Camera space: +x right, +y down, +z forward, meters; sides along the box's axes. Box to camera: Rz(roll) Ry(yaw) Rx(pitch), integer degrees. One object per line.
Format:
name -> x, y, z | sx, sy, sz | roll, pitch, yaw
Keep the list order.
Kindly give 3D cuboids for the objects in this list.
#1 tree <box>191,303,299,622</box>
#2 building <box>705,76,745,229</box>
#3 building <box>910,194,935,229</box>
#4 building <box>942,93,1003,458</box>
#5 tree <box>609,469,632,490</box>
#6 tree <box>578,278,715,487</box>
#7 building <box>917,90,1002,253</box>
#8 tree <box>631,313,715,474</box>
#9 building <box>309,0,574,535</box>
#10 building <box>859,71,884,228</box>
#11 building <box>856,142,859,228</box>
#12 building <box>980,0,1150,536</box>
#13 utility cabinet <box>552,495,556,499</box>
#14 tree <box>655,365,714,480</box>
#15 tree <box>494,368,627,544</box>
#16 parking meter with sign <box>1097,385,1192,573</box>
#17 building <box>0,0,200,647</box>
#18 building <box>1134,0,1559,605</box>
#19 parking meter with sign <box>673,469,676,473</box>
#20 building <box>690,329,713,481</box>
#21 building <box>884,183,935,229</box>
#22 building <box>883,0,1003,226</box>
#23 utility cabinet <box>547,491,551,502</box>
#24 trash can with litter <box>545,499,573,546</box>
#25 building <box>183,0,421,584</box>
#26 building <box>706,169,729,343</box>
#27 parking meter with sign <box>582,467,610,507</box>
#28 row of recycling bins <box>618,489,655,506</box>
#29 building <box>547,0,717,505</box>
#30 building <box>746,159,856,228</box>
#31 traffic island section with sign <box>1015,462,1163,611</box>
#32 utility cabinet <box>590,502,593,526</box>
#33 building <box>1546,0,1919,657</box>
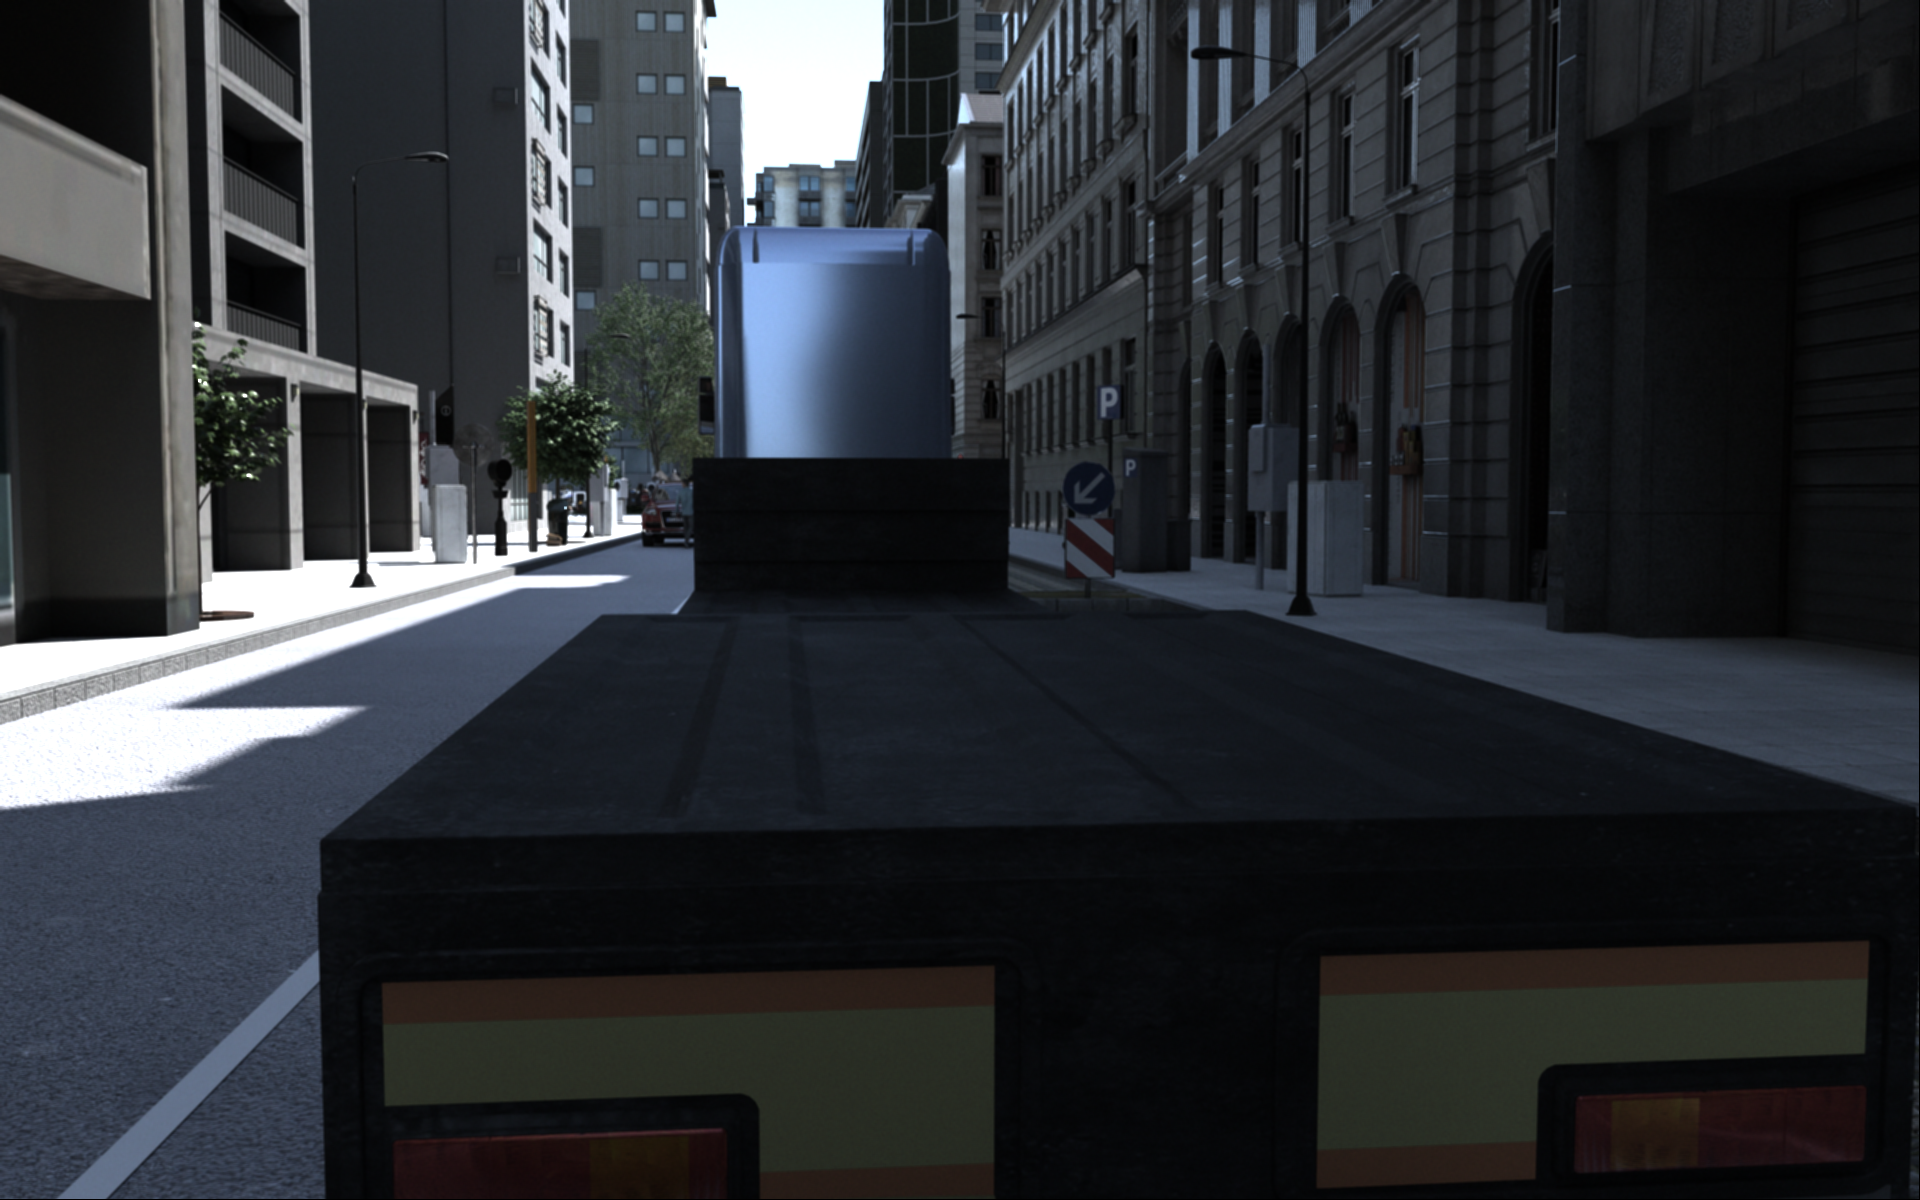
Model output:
tree -> -7.773, -1.408, 17.627 | 1.663, 3.219, 1.824 | 0, 3, 0
building -> -44.715, -43.090, 246.512 | 28.212, 58.520, 21.231 | 0, 4, -5
building -> 2.106, -17.930, 122.040 | 11.050, 23.489, 19.941 | 0, 4, -5
building -> 8.579, -14.532, 86.742 | 18.267, 20.994, 9.793 | 0, 4, -5
tree -> -26.521, -8.631, 135.719 | 1.663, 3.219, 1.824 | 0, 3, 0
tree -> -14.971, -9.731, 84.851 | 9.928, 11.665, 9.643 | 0, 3, 0
building -> 4.131, -16.768, 103.833 | 12.332, 23.373, 15.834 | 0, 4, -5
tree -> -16.713, -11.657, 108.723 | 7.486, 12.596, 7.792 | 0, 3, 0
building -> -20.958, -22.983, 59.366 | 14.086, 41.232, 14.154 | 0, 4, -5
building -> -0.002, -35.016, 196.221 | 21.300, 48.544, 21.600 | 0, 4, -5
building -> -2.030, -36.339, 217.845 | 21.300, 48.544, 21.600 | 0, 4, -5
building -> 10.244, -13.588, 55.446 | 16.112, 22.955, 30.059 | 0, 4, -5
utility cabinet -> -29.018, -7.002, 125.643 | 1.020, 1.237, 0.306 | 0, 4, 7
tree -> -15.588, -9.104, 99.215 | 4.737, 8.622, 4.395 | 0, 3, 0
tree -> -10.460, -3.774, 45.414 | 4.285, 4.588, 4.351 | 0, 3, 0
parking meter with sign -> 3.056, -1.963, 28.348 | 1.738, 3.016, 0.543 | -3, 4, -39
building -> -16.828, -23.230, 3.519 | 21.300, 48.544, 21.600 | 0, 4, -5
building -> 11.227, -11.415, 28.443 | 13.314, 21.916, 24.055 | 0, 4, -5
parking meter with sign -> -19.099, -7.625, 120.925 | 1.738, 3.016, 0.543 | 0, 4, -1
building -> -41.319, -21.344, 194.015 | 27.650, 21.520, 28.899 | 0, 4, -5
building -> 1.034, -21.786, 143.588 | 14.401, 28.519, 23.554 | 0, 4, -5
building -> 0.823, -45.027, 174.448 | 20.563, 71.187, 20.611 | 0, 4, -5
utility cabinet -> -30.616, -7.251, 127.233 | 1.173, 1.500, 0.318 | 1, 4, 10
trash can with litter -> -9.927, -1.924, 42.838 | 0.624, 1.170, 1.055 | 0, 4, -6
building -> -21.924, -36.286, 31.528 | 20.563, 71.187, 20.611 | 0, 4, -5
building -> -36.130, -32.744, 218.952 | 14.086, 41.232, 14.154 | 0, 4, -5
parking meter with sign -> -23.718, -7.127, 112.782 | 1.738, 3.016, 0.543 | 0, 4, 3
row of recycling bins -> -24.289, -7.559, 130.695 | 3.534, 1.692, 1.069 | -1, 4, -18
building -> -37.910, -35.201, 164.771 | 28.713, 52.752, 27.495 | 0, 4, -5
building -> -15.361, -38.604, 250.790 | 30.456, 49.044, 23.786 | 0, 4, -5
traffic island section with sign -> 1.399, -0.812, 21.912 | 1.989, 1.847, 2.006 | 0, 4, -5
utility cabinet -> -14.696, -3.587, 69.813 | 0.306, 1.237, 1.020 | -2, 4, -25
building -> 12.449, -11.515, 6.289 | 12.078, 24.808, 19.932 | 0, 4, -5
